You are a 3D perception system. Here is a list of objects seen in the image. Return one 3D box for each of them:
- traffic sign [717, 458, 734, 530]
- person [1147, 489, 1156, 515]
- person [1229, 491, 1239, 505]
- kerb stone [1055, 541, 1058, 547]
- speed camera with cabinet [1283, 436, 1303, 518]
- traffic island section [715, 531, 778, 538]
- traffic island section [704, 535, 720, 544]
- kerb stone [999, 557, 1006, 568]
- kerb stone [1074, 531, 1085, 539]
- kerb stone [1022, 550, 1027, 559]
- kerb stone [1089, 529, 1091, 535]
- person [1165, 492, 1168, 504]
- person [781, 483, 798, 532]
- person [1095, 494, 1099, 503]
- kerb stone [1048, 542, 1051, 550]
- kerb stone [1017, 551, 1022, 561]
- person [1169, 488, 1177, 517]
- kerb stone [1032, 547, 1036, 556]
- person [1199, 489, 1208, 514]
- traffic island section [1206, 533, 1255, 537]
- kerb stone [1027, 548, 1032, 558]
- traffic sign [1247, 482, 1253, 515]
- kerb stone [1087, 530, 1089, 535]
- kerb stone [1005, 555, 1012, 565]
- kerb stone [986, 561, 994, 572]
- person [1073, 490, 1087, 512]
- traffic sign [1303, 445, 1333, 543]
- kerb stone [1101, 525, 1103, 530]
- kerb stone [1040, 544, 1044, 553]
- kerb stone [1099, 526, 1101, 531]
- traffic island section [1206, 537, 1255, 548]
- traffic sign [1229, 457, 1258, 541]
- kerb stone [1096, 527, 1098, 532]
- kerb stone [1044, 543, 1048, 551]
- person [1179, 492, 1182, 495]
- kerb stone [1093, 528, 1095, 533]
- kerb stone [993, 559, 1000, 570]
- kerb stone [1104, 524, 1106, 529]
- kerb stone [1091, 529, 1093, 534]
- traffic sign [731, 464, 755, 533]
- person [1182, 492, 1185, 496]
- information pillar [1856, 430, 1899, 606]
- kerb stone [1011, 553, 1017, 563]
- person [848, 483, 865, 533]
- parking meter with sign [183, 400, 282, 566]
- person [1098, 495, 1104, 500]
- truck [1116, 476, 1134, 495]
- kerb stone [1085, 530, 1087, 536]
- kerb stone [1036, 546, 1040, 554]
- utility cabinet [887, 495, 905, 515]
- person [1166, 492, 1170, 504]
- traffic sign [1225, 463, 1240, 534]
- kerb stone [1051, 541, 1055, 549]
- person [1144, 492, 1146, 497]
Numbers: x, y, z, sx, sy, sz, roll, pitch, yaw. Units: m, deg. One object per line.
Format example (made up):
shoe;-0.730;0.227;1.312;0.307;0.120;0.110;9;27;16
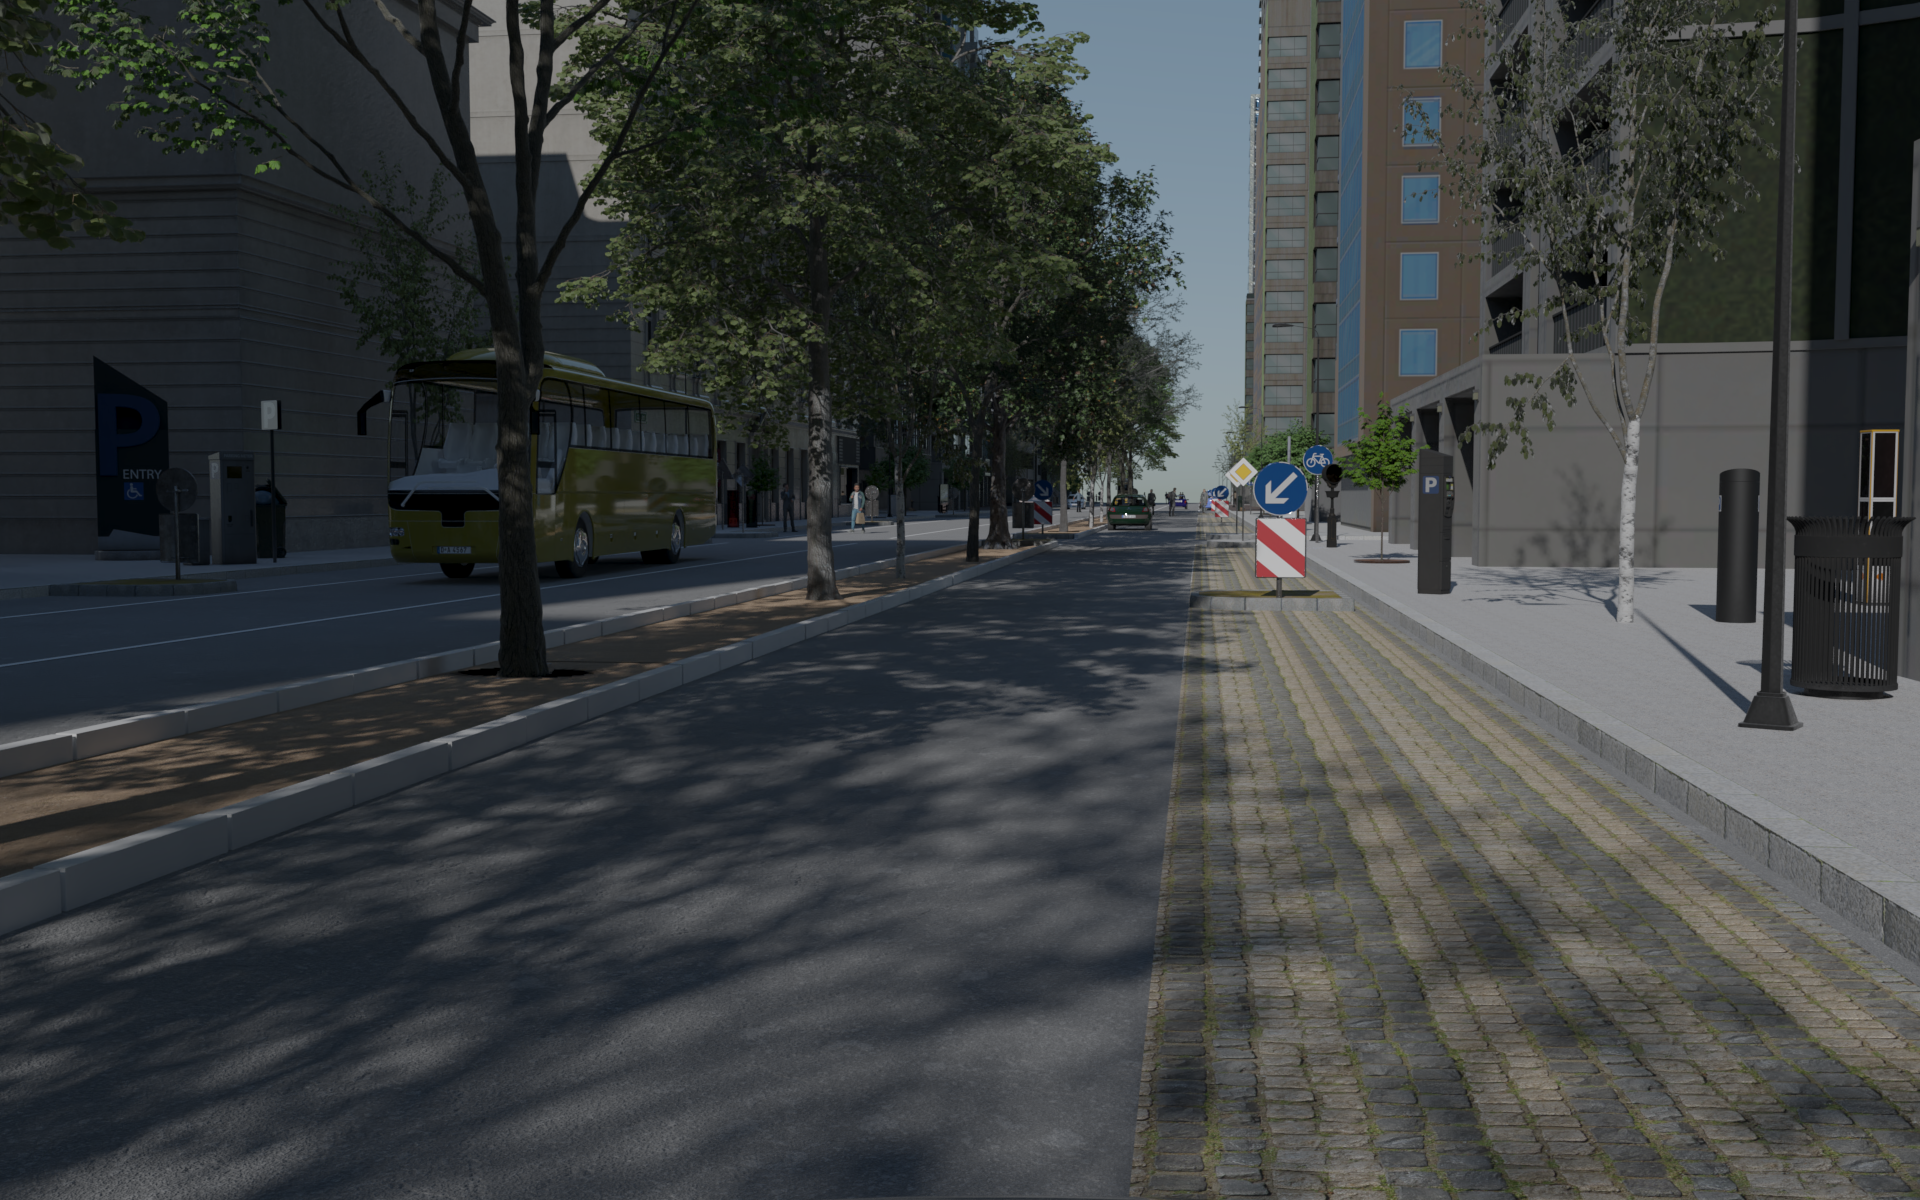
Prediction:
traffic sign;-8.535;-3.808;62.266;0.884;2.594;0.081;1;4;16
person;12.988;-6.668;117.918;0.661;1.777;0.834;-1;4;-23
person;33.133;-12.239;208.612;1.348;1.823;0.705;1;4;11
kerb stone;2.435;-1.460;46.073;0.120;0.150;1.000;0;4;8
speed camera with cabinet;11.241;-3.935;58.671;0.660;3.252;2.038;1;4;18
traffic island section;-7.228;-2.157;57.554;2.009;0.180;2.903;0;4;8
traffic island section;-8.324;-1.674;49.645;2.009;0.180;2.903;0;4;8
kerb stone;0.742;-0.709;33.873;0.120;0.150;1.000;0;4;8
kerb stone;3.916;-2.113;56.747;0.120;0.150;1.000;0;4;8
kerb stone;1.305;-0.963;37.951;0.120;0.150;1.000;0;4;8
kerb stone;4.332;-2.299;59.787;0.120;0.150;1.000;0;4;8
person;29.393;-14.489;245.839;0.683;1.767;0.568;0;4;6
person;-6.427;-3.479;65.184;0.655;1.846;0.447;-1;4;-23
person;20.125;-14.875;254.924;0.991;1.433;0.599;-3;4;-36
kerb stone;2.152;-1.333;44.038;0.120;0.150;1.000;0;4;8
kerb stone;1.166;-0.901;36.928;0.120;0.150;1.000;0;4;8
person;13.606;-6.255;110.581;0.447;1.846;0.655;-3;4;-38
kerb stone;1.588;-1.087;39.976;0.120;0.150;1.000;0;4;8
person;17.803;-7.217;126.596;0.694;1.812;0.767;2;4;25
traffic island section;8.859;-2.021;55.328;2.009;0.180;2.903;0;4;8
kerb stone;1.452;-1.025;38.963;0.120;0.150;1.000;0;4;8
traffic sign;18.217;-6.626;108.444;0.768;2.556;0.104;1;4;17
kerb stone;4.189;-2.237;58.775;0.120;0.150;1.000;0;4;8
kerb stone;0.876;-0.773;34.896;0.120;0.150;1.000;0;4;8
kerb stone;0.453;-0.590;31.836;0.120;0.150;1.000;0;4;8
person;9.360;-7.800;136.015;1.348;1.826;0.705;-2;4;-35
traffic sign;9.365;-2.767;45.346;0.768;2.556;0.104;1;4;15
kerb stone;5.328;-2.733;66.899;0.120;0.150;1.000;0;4;8
kerb stone;1.872;-1.212;42.012;0.120;0.150;1.000;0;4;8
kerb stone;5.177;-2.672;65.888;0.120;0.150;1.000;0;4;8
traffic island section;7.763;-1.537;47.418;2.009;0.180;2.903;0;4;8
traffic sign;7.739;-2.673;47.344;0.795;2.450;0.064;0;4;8
kerb stone;4.902;-2.548;63.859;0.120;0.150;1.000;0;4;8
kerb stone;2.014;-1.269;43.025;0.120;0.150;1.000;0;4;8
person;30.739;-14.223;241.767;1.217;1.735;0.721;-1;4;-12
kerb stone;4.623;-2.424;61.829;0.120;0.150;1.000;0;4;8
kerb stone;0.600;-0.652;32.856;0.120;0.150;1.000;0;4;8
kerb stone;5.605;-2.857;68.932;0.120;0.150;1.000;0;4;8
kerb stone;4.481;-2.362;60.807;0.120;0.150;1.000;0;4;8
traffic sign;-7.204;-3.293;57.489;0.795;2.450;0.064;0;4;8
person;32.717;-15.032;255.096;0.721;1.723;1.217;-3;5;-44
information pillar;10.551;-0.944;19.932;0.304;2.012;0.304;0;4;3
kerb stone;1.026;-0.838;35.916;0.120;0.150;1.000;0;4;8
person;-3.681;-3.316;62.709;0.794;1.824;0.713;3;5;41
parking meter with sign;-13.311;-2.163;31.632;0.543;3.016;1.738;3;4;38
person;16.420;-11.784;201.150;0.705;1.826;1.348;2;4;25
truck;26.326;-17.564;276.089;2.839;4.237;11.283;0;4;6
kerb stone;4.049;-2.171;57.763;0.120;0.150;1.000;0;4;8
kerb stone;1.733;-1.150;40.995;0.120;0.150;1.000;0;4;8
utility cabinet;-3.908;-5.789;105.817;1.020;1.237;0.306;-2;4;-24
person;28.840;-14.022;238.470;1.217;1.736;0.721;-3;5;-41
traffic sign;8.835;-3.157;55.254;0.795;2.450;0.064;0;4;8
kerb stone;2.294;-1.391;45.051;0.120;0.150;1.000;0;4;8
person;28.677;-15.839;268.193;0.721;1.735;1.217;0;4;-7
